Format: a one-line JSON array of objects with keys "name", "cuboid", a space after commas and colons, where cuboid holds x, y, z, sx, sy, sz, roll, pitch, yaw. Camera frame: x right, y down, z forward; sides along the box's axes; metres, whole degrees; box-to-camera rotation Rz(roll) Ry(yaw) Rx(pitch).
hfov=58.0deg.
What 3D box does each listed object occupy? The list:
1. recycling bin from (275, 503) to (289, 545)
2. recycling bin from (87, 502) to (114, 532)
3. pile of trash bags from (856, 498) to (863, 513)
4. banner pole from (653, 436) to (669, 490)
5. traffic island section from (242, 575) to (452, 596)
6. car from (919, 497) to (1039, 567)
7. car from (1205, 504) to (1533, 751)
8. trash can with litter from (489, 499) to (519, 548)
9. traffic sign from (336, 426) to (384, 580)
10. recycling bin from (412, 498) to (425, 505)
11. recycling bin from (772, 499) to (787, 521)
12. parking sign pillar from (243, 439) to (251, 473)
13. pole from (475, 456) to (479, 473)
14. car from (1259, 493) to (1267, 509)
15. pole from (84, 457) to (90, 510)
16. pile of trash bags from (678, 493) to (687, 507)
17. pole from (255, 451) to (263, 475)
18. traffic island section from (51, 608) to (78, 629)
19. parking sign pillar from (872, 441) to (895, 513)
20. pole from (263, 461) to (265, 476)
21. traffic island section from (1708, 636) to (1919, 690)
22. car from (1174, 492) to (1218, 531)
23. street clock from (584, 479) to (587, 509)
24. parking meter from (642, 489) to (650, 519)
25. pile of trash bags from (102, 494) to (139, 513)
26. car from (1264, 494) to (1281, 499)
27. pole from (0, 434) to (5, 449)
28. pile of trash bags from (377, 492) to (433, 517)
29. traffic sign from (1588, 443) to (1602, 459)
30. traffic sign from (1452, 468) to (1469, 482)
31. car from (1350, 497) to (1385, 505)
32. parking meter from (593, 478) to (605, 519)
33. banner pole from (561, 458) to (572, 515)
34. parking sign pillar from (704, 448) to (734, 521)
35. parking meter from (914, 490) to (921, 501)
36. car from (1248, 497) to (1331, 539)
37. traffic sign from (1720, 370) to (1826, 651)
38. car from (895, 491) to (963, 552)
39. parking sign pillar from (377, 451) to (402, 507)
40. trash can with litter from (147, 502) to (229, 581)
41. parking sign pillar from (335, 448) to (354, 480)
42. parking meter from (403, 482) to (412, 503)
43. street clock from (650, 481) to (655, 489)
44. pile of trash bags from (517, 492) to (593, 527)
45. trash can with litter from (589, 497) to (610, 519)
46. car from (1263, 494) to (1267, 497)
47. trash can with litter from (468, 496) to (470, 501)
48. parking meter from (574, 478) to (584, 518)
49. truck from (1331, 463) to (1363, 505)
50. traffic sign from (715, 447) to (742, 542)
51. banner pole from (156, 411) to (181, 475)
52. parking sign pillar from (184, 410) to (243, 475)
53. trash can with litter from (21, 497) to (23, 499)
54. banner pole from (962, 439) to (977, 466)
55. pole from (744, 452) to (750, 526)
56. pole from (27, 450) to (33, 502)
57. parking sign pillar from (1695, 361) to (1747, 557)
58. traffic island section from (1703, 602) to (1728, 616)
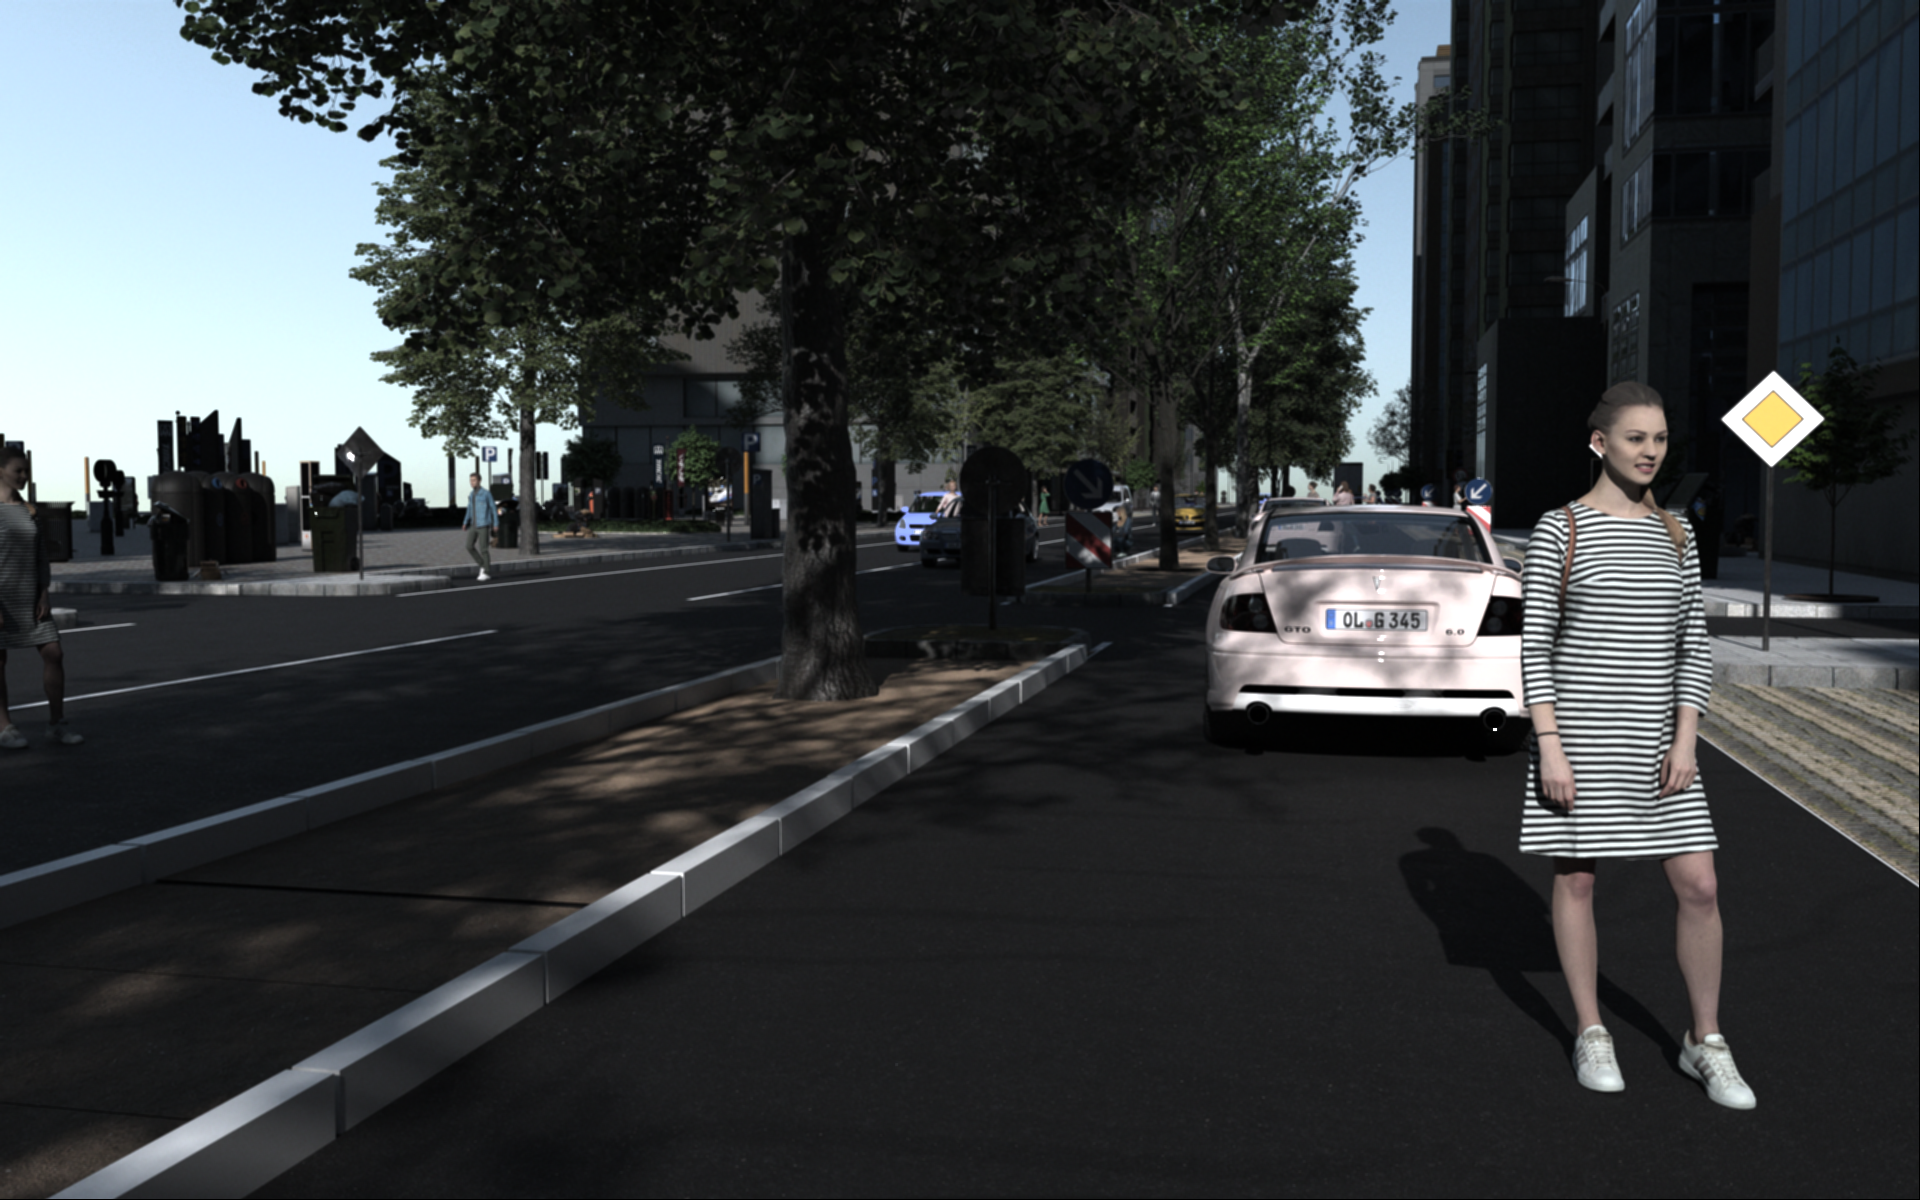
[{"name": "recycling bin", "cuboid": [-17.447, -1.913, 43.838, 0.722, 1.027, 0.722, -2, 4, -31]}, {"name": "recycling bin", "cuboid": [-29.023, -2.808, 58.459, 0.722, 1.027, 0.722, -2, 4, -34]}, {"name": "pile of trash bags", "cuboid": [-6.166, -4.583, 84.689, 1.912, 1.369, 3.447, -3, 5, -40]}, {"name": "banner pole", "cuboid": [-12.881, -5.199, 75.013, 0.863, 3.779, 0.401, -1, 4, -12]}, {"name": "traffic island section", "cuboid": [-8.949, -0.218, 25.842, 2.009, 0.180, 2.903, 1, 4, 13]}, {"name": "car", "cuboid": [0.468, -1.430, 35.389, 2.014, 1.417, 4.499, 1, 4, 13]}, {"name": "car", "cuboid": [2.600, 0.073, 11.162, 2.083, 1.381, 4.827, 1, 4, 12]}, {"name": "trash can with litter", "cuboid": [-10.877, -1.815, 41.062, 0.624, 1.170, 1.055, -3, 5, -39]}, {"name": "traffic sign", "cuboid": [-8.924, -1.354, 25.775, 0.795, 2.450, 0.064, 1, 4, 13]}, {"name": "recycling bin", "cuboid": [-31.918, -5.459, 101.815, 0.722, 1.027, 0.722, 0, 4, 6]}, {"name": "recycling bin", "cuboid": [-8.685, -4.316, 83.116, 0.722, 1.027, 0.722, 3, 5, 42]}, {"name": "parking sign pillar", "cuboid": [-25.684, -4.483, 61.765, 1.447, 3.967, 1.447, -3, 4, -36]}, {"name": "pole", "cuboid": [-25.901, -6.066, 93.016, 0.158, 3.312, 0.155, 0, 3, 0]}, {"name": "car", "cuboid": [20.482, -6.803, 120.816, 1.945, 1.707, 3.694, 1, 4, 14]}, {"name": "pole", "cuboid": [-48.099, -6.216, 95.477, 0.158, 3.312, 0.155, 0, 3, 0]}, {"name": "pile of trash bags", "cuboid": [-18.121, -5.784, 104.326, 3.447, 1.369, 1.912, 0, 4, 3]}, {"name": "pole", "cuboid": [-33.448, -5.420, 82.459, 0.158, 3.312, 0.155, 0, 3, 0]}, {"name": "traffic island section", "cuboid": [-10.703, 0.259, 18.051, 2.009, 0.180, 2.903, 1, 4, 13]}, {"name": "parking sign pillar", "cuboid": [-3.845, -6.029, 87.048, 1.447, 3.967, 1.447, 3, 5, 40]}, {"name": "pole", "cuboid": [-42.968, -6.919, 106.966, 0.158, 3.312, 0.155, 0, 3, 0]}, {"name": "traffic island section", "cuboid": [6.606, 0.496, 14.164, 2.009, 0.180, 2.903, 1, 4, 13]}, {"name": "car", "cuboid": [8.202, -3.147, 61.677, 2.015, 1.641, 3.980, 1, 4, 11]}, {"name": "street clock", "cuboid": [-17.406, -4.598, 79.745, 0.358, 2.002, 0.471, 2, 4, 33]}, {"name": "parking meter", "cuboid": [-15.709, -4.790, 86.719, 0.372, 1.533, 0.369, 0, 3, 0]}, {"name": "pile of trash bags", "cuboid": [-51.574, -5.931, 106.728, 3.447, 1.369, 1.912, 3, 5, 40]}, {"name": "car", "cuboid": [25.043, -7.733, 138.440, 2.014, 1.417, 4.499, 1, 4, 12]}, {"name": "pole", "cuboid": [-32.253, -3.948, 58.392, 0.158, 3.312, 0.155, 0, 3, 0]}, {"name": "pile of trash bags", "cuboid": [-23.091, -3.735, 70.811, 1.912, 1.369, 3.447, 1, 4, 16]}, {"name": "traffic sign", "cuboid": [8.335, -1.116, 21.883, 0.795, 2.450, 0.064, 1, 4, 13]}, {"name": "traffic sign", "cuboid": [24.186, -5.114, 83.722, 0.768, 2.556, 0.104, 1, 4, 18]}, {"name": "car", "cuboid": [15.452, -3.275, 66.134, 1.945, 1.354, 3.894, 1, 4, 11]}, {"name": "parking meter", "cuboid": [-13.249, -3.540, 63.591, 0.399, 1.863, 0.255, 0, 4, 2]}, {"name": "banner pole", "cuboid": [-23.959, -7.073, 105.666, 0.863, 3.779, 0.401, -3, 4, -36]}, {"name": "parking sign pillar", "cuboid": [-11.593, -5.793, 83.180, 1.447, 3.967, 1.447, 0, 4, 6]}, {"name": "parking meter", "cuboid": [-2.460, -5.592, 99.843, 0.372, 1.533, 0.369, 0, 3, 0]}, {"name": "car", "cuboid": [7.064, -1.457, 36.188, 2.083, 1.381, 4.827, 1, 4, 14]}, {"name": "traffic sign", "cuboid": [6.581, -0.639, 14.092, 0.795, 2.450, 0.064, 1, 4, 13]}, {"name": "car", "cuboid": [-0.452, -2.106, 44.016, 1.945, 1.707, 3.694, 1, 4, 14]}, {"name": "parking sign pillar", "cuboid": [-32.725, -6.779, 99.315, 1.447, 3.967, 1.447, -1, 4, -20]}, {"name": "trash can with litter", "cuboid": [-11.544, -0.887, 25.892, 1.055, 1.170, 0.624, -2, 4, -31]}, {"name": "parking sign pillar", "cuboid": [-35.839, -6.876, 100.897, 1.447, 3.967, 1.447, 1, 4, 12]}, {"name": "parking meter", "cuboid": [-26.416, -4.719, 82.864, 0.399, 1.863, 0.255, -1, 4, -12]}, {"name": "street clock", "cuboid": [-16.684, -5.485, 94.242, 0.358, 2.002, 0.471, -2, 4, -25]}, {"name": "pile of trash bags", "cuboid": [-15.891, -3.608, 68.742, 3.447, 1.369, 1.912, -1, 4, -19]}, {"name": "trash can with litter", "cuboid": [-17.412, -4.396, 83.266, 1.055, 1.170, 0.624, -3, 5, -45]}, {"name": "car", "cuboid": [38.655, -12.980, 221.813, 1.945, 1.707, 3.694, 1, 4, 12]}, {"name": "trash can with litter", "cuboid": [-24.068, -4.497, 84.582, 1.678, 1.210, 2.233, 0, 4, 1]}, {"name": "parking meter", "cuboid": [-13.392, -3.375, 60.896, 0.255, 1.863, 0.399, 0, 4, 6]}, {"name": "truck", "cuboid": [35.692, -10.435, 159.531, 2.839, 4.237, 11.283, 1, 4, 12]}, {"name": "traffic sign", "cuboid": [-6.231, -2.841, 46.555, 0.768, 2.556, 0.104, 1, 4, 13]}, {"name": "banner pole", "cuboid": [-23.626, -3.786, 51.921, 0.401, 3.779, 0.863, 3, 5, 39]}, {"name": "parking sign pillar", "cuboid": [-24.369, -4.124, 55.902, 1.447, 3.967, 1.447, 1, 4, 18]}, {"name": "trash can with litter", "cuboid": [-60.420, -6.103, 111.172, 0.624, 1.170, 1.055, -1, 4, -16]}, {"name": "banner pole", "cuboid": [0.361, -5.415, 78.556, 0.863, 3.779, 0.401, 1, 4, 12]}, {"name": "pole", "cuboid": [-8.612, -4.654, 69.941, 0.158, 3.312, 0.155, 0, 3, 0]}, {"name": "pole", "cuboid": [-43.277, -5.306, 80.599, 0.158, 3.312, 0.155, 0, 3, 0]}, {"name": "parking sign pillar", "cuboid": [15.518, -2.893, 35.778, 1.447, 3.967, 1.447, 2, 4, 31]}, {"name": "traffic island section", "cuboid": [8.360, 0.020, 21.955, 2.009, 0.180, 2.903, 1, 4, 13]}]
